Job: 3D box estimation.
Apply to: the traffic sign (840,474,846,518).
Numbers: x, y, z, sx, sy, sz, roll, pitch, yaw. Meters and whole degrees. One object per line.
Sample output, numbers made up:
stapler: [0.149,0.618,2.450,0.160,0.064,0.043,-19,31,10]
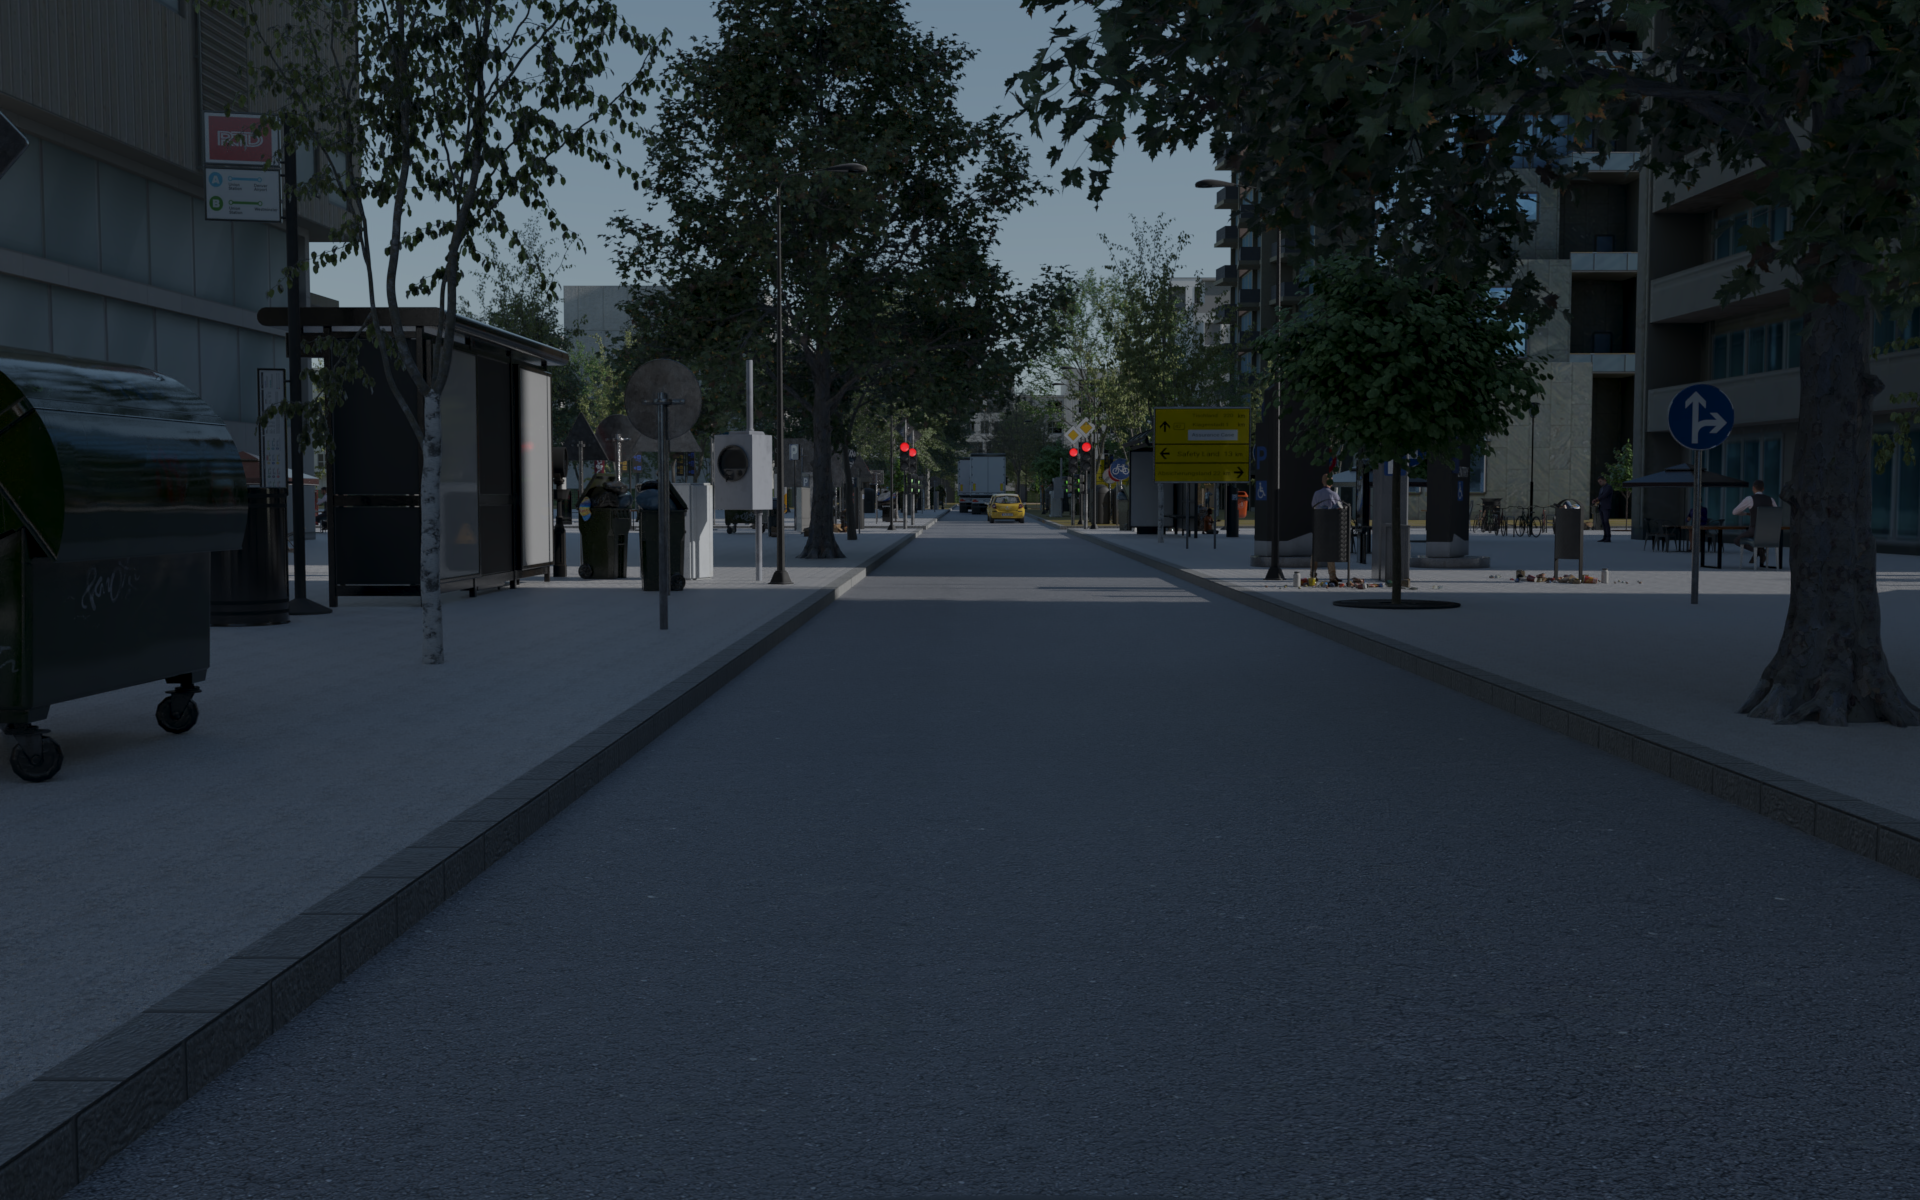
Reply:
traffic sign: [-5.866,-5.194,84.922,0.884,2.594,0.081,0,4,8]

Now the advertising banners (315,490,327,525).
advertising banners: [-26.607,-4.589,71.222,0.090,3.025,2.074,3,4,39]

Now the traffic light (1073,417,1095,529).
traffic light: [4.559,-4.532,63.024,0.839,4.253,0.868,0,4,0]

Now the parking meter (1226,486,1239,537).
parking meter: [8.105,-2.634,51.481,0.372,1.533,0.369,0,3,0]

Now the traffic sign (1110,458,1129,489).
traffic sign: [5.744,-3.779,61.886,0.768,2.556,0.104,1,4,9]

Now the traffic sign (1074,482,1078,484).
traffic sign: [7.033,-6.584,107.756,0.768,2.556,0.104,0,4,4]

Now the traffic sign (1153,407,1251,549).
traffic sign: [5.640,-2.847,40.423,2.265,3.308,0.079,0,4,3]

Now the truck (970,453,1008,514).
truck: [2.043,-8.324,125.009,2.839,4.237,11.283,0,4,1]

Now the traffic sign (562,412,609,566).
traffic sign: [-6.005,-1.681,27.480,0.884,2.594,0.081,1,4,9]

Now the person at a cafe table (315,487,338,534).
person at a cafe table: [-21.008,-2.931,56.442,1.622,1.524,1.698,0,4,-1]

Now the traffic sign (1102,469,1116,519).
traffic sign: [7.434,-5.243,85.826,0.768,2.556,0.104,0,4,6]

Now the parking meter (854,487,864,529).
parking meter: [-3.678,-3.353,63.234,0.372,1.533,0.369,0,3,0]

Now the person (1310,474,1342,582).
person: [5.347,-1.054,25.333,0.319,1.574,0.516,-3,5,-43]

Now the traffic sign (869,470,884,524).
traffic sign: [-3.578,-4.411,74.242,0.606,2.300,0.079,0,4,1]

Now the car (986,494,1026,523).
car: [2.310,-4.637,86.038,2.015,1.641,3.980,0,4,0]

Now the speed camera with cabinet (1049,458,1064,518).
speed camera with cabinet: [5.317,-6.192,95.573,0.660,3.252,2.038,0,4,-4]

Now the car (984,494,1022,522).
car: [2.285,-4.985,91.726,2.015,1.641,3.980,0,4,1]

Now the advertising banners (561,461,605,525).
advertising banners: [-15.766,-4.661,72.389,2.074,3.025,0.090,1,4,10]

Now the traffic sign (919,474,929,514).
traffic sign: [-2.466,-6.897,112.768,0.884,2.594,0.081,0,4,7]

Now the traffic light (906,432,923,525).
traffic light: [-1.924,-5.023,71.040,0.839,4.253,0.868,0,4,0]

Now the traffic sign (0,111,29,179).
traffic sign: [-2.853,-0.300,4.641,0.795,2.593,0.064,0,4,7]

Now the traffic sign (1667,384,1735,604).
traffic sign: [8.578,-1.226,20.150,0.768,2.556,0.104,0,4,2]

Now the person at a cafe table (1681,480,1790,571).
person at a cafe table: [13.520,-1.293,29.649,1.698,1.524,1.622,0,4,1]

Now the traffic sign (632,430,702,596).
traffic sign: [-3.693,-1.334,21.819,0.884,2.594,0.081,0,4,3]

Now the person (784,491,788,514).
person: [-11.602,-6.552,113.848,0.600,1.739,0.565,0,4,-8]

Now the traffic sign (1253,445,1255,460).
traffic sign: [6.614,-2.249,36.873,0.768,2.556,0.104,1,4,9]

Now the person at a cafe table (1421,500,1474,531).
person at a cafe table: [17.017,-3.169,60.322,1.622,1.524,1.698,0,4,6]

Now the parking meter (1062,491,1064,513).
parking meter: [6.650,-6.645,114.354,0.399,1.863,0.255,-2,4,-25]

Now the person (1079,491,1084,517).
person: [6.891,-5.503,96.144,0.598,1.807,0.434,1,4,19]

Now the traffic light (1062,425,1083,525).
traffic light: [4.617,-5.021,71.009,0.839,4.253,0.868,0,4,0]

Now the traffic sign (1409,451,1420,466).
traffic sign: [8.615,-2.041,33.470,0.768,2.556,0.104,0,4,6]

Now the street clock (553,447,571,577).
street clock: [-6.199,-1.359,26.782,0.358,2.002,0.471,0,4,-4]

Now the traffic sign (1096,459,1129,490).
traffic sign: [8.941,-6.476,99.757,2.265,3.308,0.079,0,4,2]

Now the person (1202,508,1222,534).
person: [8.060,-2.506,55.300,0.655,0.850,0.859,2,4,32]

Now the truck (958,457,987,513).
truck: [1.187,-9.024,136.459,2.839,4.237,11.283,0,4,1]

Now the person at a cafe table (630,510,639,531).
person at a cafe table: [-10.902,-3.206,60.937,1.622,1.524,1.698,-1,4,-20]

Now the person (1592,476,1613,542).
person: [17.095,-2.424,46.124,0.568,1.767,0.683,-1,4,-11]

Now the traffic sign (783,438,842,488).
traffic sign: [-5.441,-4.239,63.181,2.265,3.308,0.079,0,4,7]

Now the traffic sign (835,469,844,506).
traffic sign: [-5.537,-4.719,77.258,0.768,2.556,0.104,0,4,5]

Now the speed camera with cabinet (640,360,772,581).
speed camera with cabinet: [-3.809,-1.925,25.806,2.038,3.252,0.660,2,4,26]

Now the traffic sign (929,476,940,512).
traffic sign: [-1.792,-7.502,122.767,0.768,2.556,0.104,0,4,2]

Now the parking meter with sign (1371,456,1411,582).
parking meter with sign: [6.399,-1.809,25.831,0.543,3.016,1.738,0,4,3]

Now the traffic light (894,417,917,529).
traffic light: [-1.982,-4.534,63.055,0.839,4.253,0.868,0,4,0]

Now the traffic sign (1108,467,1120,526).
traffic sign: [6.413,-4.310,70.567,0.768,2.556,0.104,0,4,5]

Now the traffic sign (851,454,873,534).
traffic sign: [-3.253,-3.421,55.932,0.884,2.594,0.081,0,4,7]

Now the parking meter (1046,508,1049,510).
parking meter: [7.075,-7.986,138.987,0.372,1.533,0.369,0,3,0]

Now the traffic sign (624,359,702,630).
traffic sign: [-2.809,-0.994,16.350,0.768,2.556,0.104,1,4,10]

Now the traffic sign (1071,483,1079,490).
traffic sign: [8.827,-7.837,122.002,2.265,3.308,0.079,0,4,3]

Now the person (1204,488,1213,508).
person: [19.138,-7.776,133.899,0.376,1.734,0.841,-2,4,-32]

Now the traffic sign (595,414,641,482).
traffic sign: [-5.468,-1.687,27.694,0.768,2.556,0.104,0,4,4]

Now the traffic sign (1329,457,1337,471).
traffic sign: [9.549,-2.792,45.757,0.768,2.556,0.104,0,4,2]
